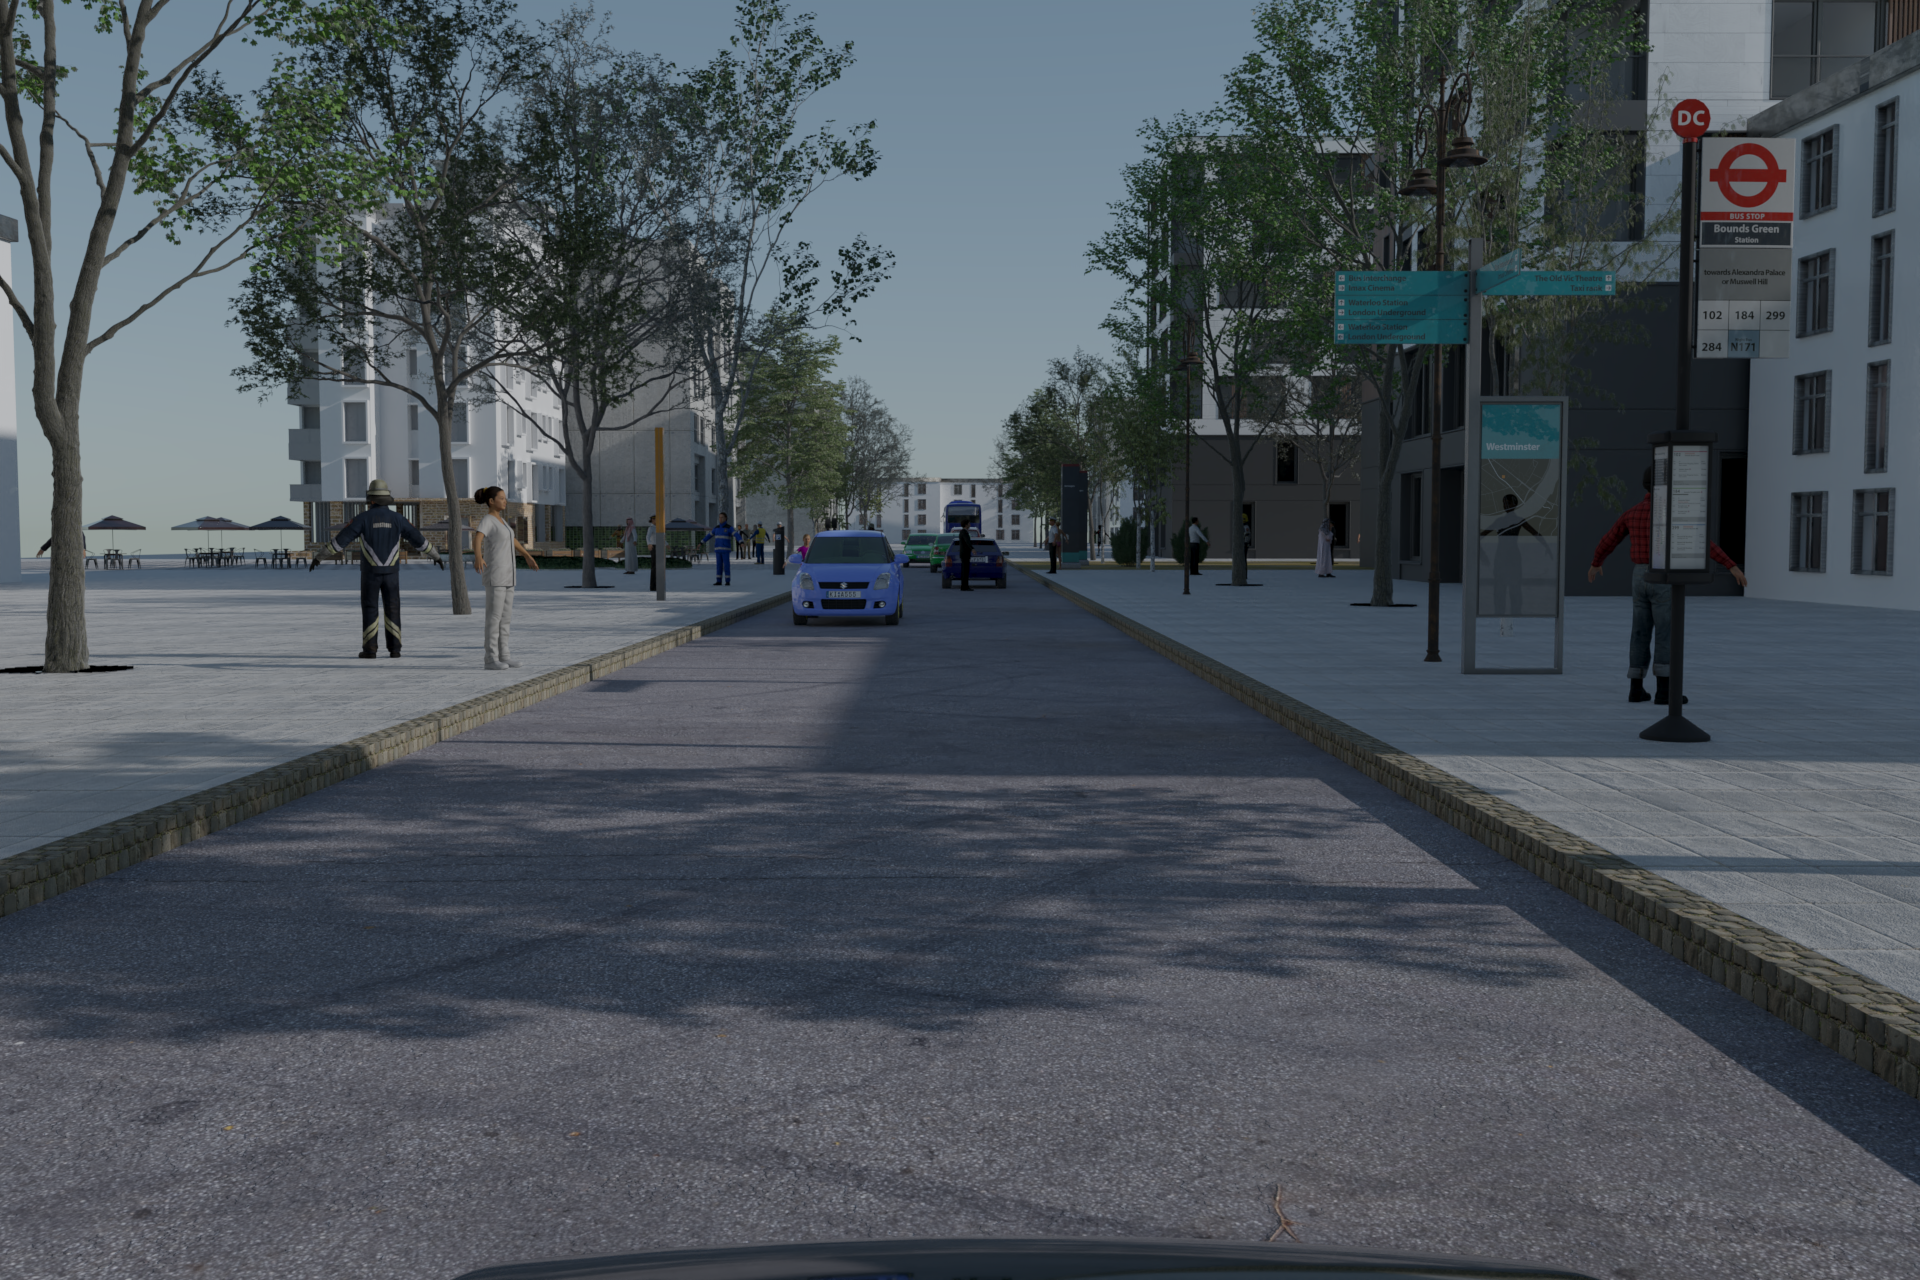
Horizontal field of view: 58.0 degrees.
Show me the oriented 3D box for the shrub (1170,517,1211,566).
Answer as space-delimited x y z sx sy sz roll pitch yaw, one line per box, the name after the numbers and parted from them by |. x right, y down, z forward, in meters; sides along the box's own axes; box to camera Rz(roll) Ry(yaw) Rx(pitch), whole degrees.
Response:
9.188 -3.956 69.098 1.690 2.028 1.600 0 3 0 | shrub

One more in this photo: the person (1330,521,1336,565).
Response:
15.253 -3.995 71.258 0.705 1.837 1.347 1 4 12 | person

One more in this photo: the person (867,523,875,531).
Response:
-3.453 -3.602 67.123 0.705 1.856 1.354 0 4 -2 | person

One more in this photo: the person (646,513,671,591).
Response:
-6.783 -1.990 38.997 0.721 1.778 1.216 1 4 11 | person

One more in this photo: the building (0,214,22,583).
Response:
-25.901 -5.523 32.445 9.099 9.664 28.070 0 3 0 | building

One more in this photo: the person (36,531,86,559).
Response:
-14.016 -1.289 27.126 1.345 1.823 0.704 2 4 35 | person

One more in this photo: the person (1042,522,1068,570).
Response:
3.459 -3.402 62.432 1.217 1.733 0.721 -3 4 -38 | person

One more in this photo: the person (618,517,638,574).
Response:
-10.560 -3.007 55.317 0.704 1.811 1.347 -2 4 -33 | person

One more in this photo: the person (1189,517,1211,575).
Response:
7.353 -2.929 54.044 0.704 1.810 1.344 -2 4 -26 | person

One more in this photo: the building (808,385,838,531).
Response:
-24.766 -21.707 221.359 16.747 18.905 31.486 0 4 -1 | building

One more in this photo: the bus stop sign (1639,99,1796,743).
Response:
4.697 -1.347 10.731 0.855 3.939 0.416 0 4 0 | bus stop sign

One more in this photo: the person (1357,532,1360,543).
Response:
16.981 -4.054 72.408 1.347 1.817 0.704 -3 5 -40 | person

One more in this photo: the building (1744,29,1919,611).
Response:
20.501 -4.839 21.261 9.099 9.664 28.070 0 4 0 | building

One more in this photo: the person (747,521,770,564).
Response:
-8.500 -4.130 73.490 0.705 1.833 1.349 3 4 39 | person

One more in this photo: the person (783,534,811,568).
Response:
-3.011 -1.375 34.206 0.991 1.433 0.599 -1 4 -14 | person

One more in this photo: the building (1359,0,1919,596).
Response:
26.249 -12.677 51.243 27.936 21.610 32.646 0 3 0 | building

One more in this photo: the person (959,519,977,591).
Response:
0.165 -2.140 43.635 0.705 1.806 1.347 -1 4 -12 | person

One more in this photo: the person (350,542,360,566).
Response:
-23.870 -3.866 69.391 1.347 1.806 0.705 1 4 20 | person

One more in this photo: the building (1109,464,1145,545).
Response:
22.355 -15.416 194.201 9.099 9.664 28.070 0 3 0 | building

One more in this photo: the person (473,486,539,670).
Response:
-4.322 -0.593 16.473 0.721 1.739 1.217 1 4 11 | person

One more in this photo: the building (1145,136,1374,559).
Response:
25.007 -15.991 105.435 27.936 21.610 32.646 0 4 0 | building

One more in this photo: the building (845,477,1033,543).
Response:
-3.017 -19.091 256.746 28.070 9.664 9.099 0 4 -2 | building

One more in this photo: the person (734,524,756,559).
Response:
-10.812 -4.991 87.880 1.348 1.796 0.705 -1 4 -18 | person

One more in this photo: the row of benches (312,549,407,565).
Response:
-25.451 -3.535 73.257 4.104 0.672 1.422 -3 5 -44 | row of benches

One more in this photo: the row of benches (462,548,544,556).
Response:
-20.166 -3.701 75.967 4.104 0.672 1.422 -1 4 -13 | row of benches

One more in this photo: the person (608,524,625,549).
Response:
-18.742 -5.484 95.435 1.354 1.858 0.705 1 4 9 | person

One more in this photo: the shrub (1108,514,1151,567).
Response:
6.685 -3.928 68.258 1.661 2.075 1.752 0 3 0 | shrub

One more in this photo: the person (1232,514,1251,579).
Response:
8.016 -2.658 49.229 0.704 1.858 1.351 0 4 -6 | person

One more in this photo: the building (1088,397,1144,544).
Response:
26.658 -22.323 231.436 16.747 18.905 31.486 0 4 0 | building

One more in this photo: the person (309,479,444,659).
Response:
-6.003 -0.736 17.909 1.351 1.845 0.704 -2 4 -30 | person

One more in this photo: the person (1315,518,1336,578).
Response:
10.771 -2.708 50.980 0.621 1.740 0.551 1 4 9 | person

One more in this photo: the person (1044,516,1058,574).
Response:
2.976 -3.076 56.074 0.704 1.855 1.343 -1 4 -9 | person

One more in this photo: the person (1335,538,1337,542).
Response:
17.553 -4.669 82.111 0.705 1.856 1.354 2 4 30 | person

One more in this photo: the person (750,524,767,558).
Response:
-11.162 -5.409 94.568 1.348 1.813 0.705 1 4 23 | person

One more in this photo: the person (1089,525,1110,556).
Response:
8.192 -5.805 101.049 1.345 1.843 0.704 -1 4 -12 | person

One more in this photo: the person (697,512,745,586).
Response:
-5.913 -2.272 43.119 1.345 1.831 0.704 1 4 21 | person

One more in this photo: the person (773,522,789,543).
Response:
-8.209 -4.463 78.824 0.705 1.847 1.347 2 4 26 | person

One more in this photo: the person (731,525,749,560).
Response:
-10.997 -4.856 86.110 1.216 1.740 0.721 1 4 15 | person

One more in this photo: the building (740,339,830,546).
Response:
-24.864 -22.319 195.847 19.493 23.208 18.063 0 4 0 | building

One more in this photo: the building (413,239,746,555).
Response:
-24.892 -15.493 119.766 16.747 18.905 31.486 0 4 -1 | building

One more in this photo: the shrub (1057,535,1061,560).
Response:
4.998 -4.576 79.233 1.690 2.028 1.600 0 3 0 | shrub

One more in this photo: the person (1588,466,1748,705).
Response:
5.291 -0.429 13.129 0.704 1.816 1.345 -2 4 -32 | person

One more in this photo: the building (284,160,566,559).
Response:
-28.185 -14.221 88.940 16.016 20.090 11.380 0 3 0 | building
